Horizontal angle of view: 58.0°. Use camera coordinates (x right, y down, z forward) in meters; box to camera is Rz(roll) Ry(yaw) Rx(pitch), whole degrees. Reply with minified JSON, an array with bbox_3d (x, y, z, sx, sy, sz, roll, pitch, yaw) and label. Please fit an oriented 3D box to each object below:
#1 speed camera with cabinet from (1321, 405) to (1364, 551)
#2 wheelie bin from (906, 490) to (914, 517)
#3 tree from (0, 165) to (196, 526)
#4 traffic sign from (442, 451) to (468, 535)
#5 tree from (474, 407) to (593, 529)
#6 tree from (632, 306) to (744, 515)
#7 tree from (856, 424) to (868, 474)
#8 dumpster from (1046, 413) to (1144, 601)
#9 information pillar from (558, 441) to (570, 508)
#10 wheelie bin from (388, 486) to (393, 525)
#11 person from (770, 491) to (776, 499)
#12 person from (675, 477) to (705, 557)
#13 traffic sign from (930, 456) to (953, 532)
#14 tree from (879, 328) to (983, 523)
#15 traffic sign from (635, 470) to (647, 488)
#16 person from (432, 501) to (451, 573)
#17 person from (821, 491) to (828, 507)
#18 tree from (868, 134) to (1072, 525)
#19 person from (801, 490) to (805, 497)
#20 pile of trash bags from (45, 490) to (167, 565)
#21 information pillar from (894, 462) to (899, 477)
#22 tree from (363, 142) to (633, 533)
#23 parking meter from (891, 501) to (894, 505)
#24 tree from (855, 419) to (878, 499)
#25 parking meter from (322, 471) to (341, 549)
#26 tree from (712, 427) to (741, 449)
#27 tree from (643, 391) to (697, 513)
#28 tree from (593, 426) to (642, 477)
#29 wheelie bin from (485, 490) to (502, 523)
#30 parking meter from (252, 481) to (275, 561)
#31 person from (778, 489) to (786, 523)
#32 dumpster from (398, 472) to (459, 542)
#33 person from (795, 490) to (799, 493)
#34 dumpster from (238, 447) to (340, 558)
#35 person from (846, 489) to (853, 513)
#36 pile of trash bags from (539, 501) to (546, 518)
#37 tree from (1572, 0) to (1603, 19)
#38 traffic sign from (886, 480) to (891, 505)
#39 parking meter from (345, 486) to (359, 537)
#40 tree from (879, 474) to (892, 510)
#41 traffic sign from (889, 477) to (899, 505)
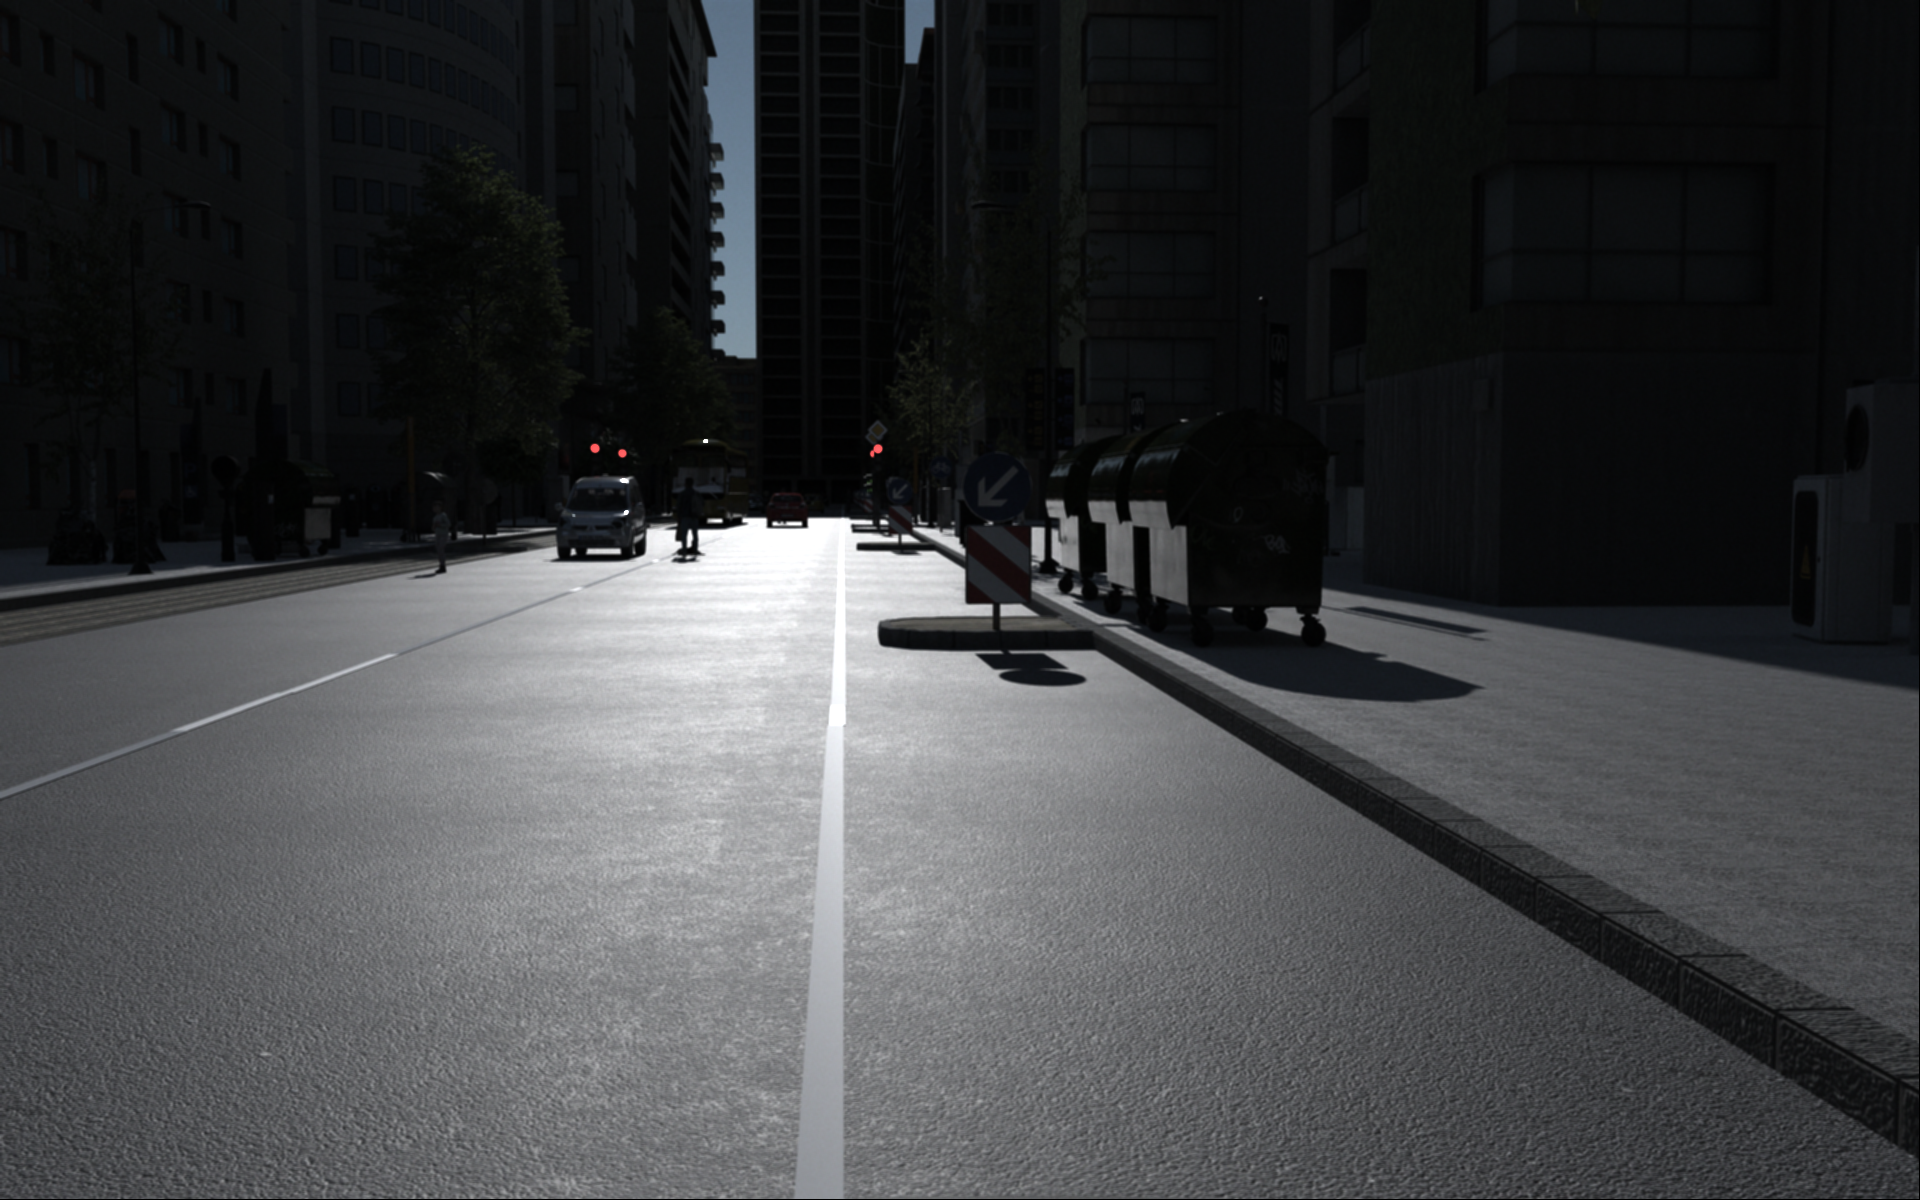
[{"bbox_3d":[8.512,-2.751,39.317,2.038,3.252,0.660,-3,5,-40],"label":"speed camera with cabinet"},{"bbox_3d":[-2.726,-5.466,97.269,0.693,1.594,0.980,0,4,7],"label":"wheelie bin"},{"bbox_3d":[-19.805,-5.455,39.548,4.737,8.622,4.395,0,3,0],"label":"tree"},{"bbox_3d":[-14.883,-3.115,51.030,0.768,2.556,0.104,0,4,2],"label":"traffic sign"},{"bbox_3d":[-16.681,-4.972,65.001,4.285,4.588,4.351,0,3,0],"label":"tree"},{"bbox_3d":[-17.874,-11.413,104.735,7.486,12.596,7.792,0,3,0],"label":"tree"},{"bbox_3d":[-2.274,-8.555,90.239,4.737,8.622,4.395,0,3,0],"label":"tree"},{"bbox_3d":[1.920,-1.167,21.579,1.502,2.255,1.985,0,4,-4],"label":"dumpster"},{"bbox_3d":[-17.564,-5.231,76.875,0.504,3.616,0.183,-2,4,-26],"label":"information pillar"},{"bbox_3d":[-23.238,-3.895,71.598,0.980,1.594,0.693,1,4,10],"label":"wheelie bin"},{"bbox_3d":[-18.185,-9.782,169.220,0.721,1.735,1.217,2,4,27],"label":"person"},{"bbox_3d":[-6.192,-1.889,39.365,0.794,1.824,0.713,0,4,6],"label":"person"},{"bbox_3d":[-0.628,-3.528,57.784,0.768,2.556,0.104,0,4,4],"label":"traffic sign"},{"bbox_3d":[-1.219,-7.786,77.662,4.360,8.622,3.978,0,3,0],"label":"tree"},{"bbox_3d":[-17.496,-5.785,94.590,0.884,2.594,0.081,0,4,3],"label":"traffic sign"},{"bbox_3d":[-9.492,-1.153,31.624,0.425,1.301,0.394,1,4,17],"label":"person"},{"bbox_3d":[-15.006,-11.095,189.910,1.348,1.823,0.705,3,5,40],"label":"person"},{"bbox_3d":[0.992,-5.168,34.865,4.737,8.622,4.395,0,3,0],"label":"tree"},{"bbox_3d":[-15.469,-9.862,169.762,1.348,1.822,0.705,1,4,23],"label":"person"},{"bbox_3d":[-16.079,-1.416,32.907,1.912,1.369,3.447,-1,4,-15],"label":"pile of trash bags"},{"bbox_3d":[-4.834,-8.436,129.282,0.183,3.616,0.504,0,4,7],"label":"information pillar"},{"bbox_3d":[-15.698,-8.468,56.574,7.486,12.596,7.792,0,3,0],"label":"tree"},{"bbox_3d":[-4.260,-6.565,113.054,0.399,1.863,0.255,-1,4,-21],"label":"parking meter"},{"bbox_3d":[-7.406,-12.948,162.065,4.360,8.622,3.978,0,3,0],"label":"tree"},{"bbox_3d":[-14.709,-2.128,40.496,0.399,1.863,0.255,1,4,9],"label":"parking meter"},{"bbox_3d":[-22.066,-12.703,158.057,4.737,8.622,4.395,0,3,0],"label":"tree"},{"bbox_3d":[-19.336,-10.049,114.662,4.737,8.622,4.395,0,3,0],"label":"tree"},{"bbox_3d":[-16.949,-6.081,83.138,4.285,4.588,4.351,0,3,0],"label":"tree"},{"bbox_3d":[-20.886,-4.246,77.335,0.980,1.594,0.693,3,5,44],"label":"wheelie bin"},{"bbox_3d":[-13.361,-1.519,33.240,0.372,1.533,0.369,0,3,0],"label":"parking meter"},{"bbox_3d":[-8.587,-4.582,84.422,0.512,1.701,0.522,-3,5,-41],"label":"person"},{"bbox_3d":[-14.347,-2.505,46.722,1.264,1.857,1.865,0,4,-4],"label":"dumpster"},{"bbox_3d":[-13.019,-7.844,137.346,0.643,1.750,0.593,1,4,20],"label":"person"},{"bbox_3d":[-13.720,-2.016,35.452,1.502,2.255,1.985,0,4,-4],"label":"dumpster"},{"bbox_3d":[-8.294,-7.436,130.247,0.590,1.801,0.661,-1,4,-11],"label":"person"},{"bbox_3d":[-21.525,-5.044,92.229,1.912,1.369,3.447,0,4,0],"label":"pile of trash bags"},{"bbox_3d":[3.173,-3.363,5.350,4.737,8.622,4.395,0,3,0],"label":"tree"},{"bbox_3d":[-4.842,-7.221,120.187,0.606,2.300,0.079,0,4,5],"label":"traffic sign"},{"bbox_3d":[-18.137,-2.646,51.678,0.372,1.533,0.369,0,3,0],"label":"parking meter"},{"bbox_3d":[-5.328,-9.072,142.925,1.663,3.219,1.824,0,3,0],"label":"tree"},{"bbox_3d":[-3.950,-6.210,103.659,0.606,2.300,0.079,0,4,2],"label":"traffic sign"}]
